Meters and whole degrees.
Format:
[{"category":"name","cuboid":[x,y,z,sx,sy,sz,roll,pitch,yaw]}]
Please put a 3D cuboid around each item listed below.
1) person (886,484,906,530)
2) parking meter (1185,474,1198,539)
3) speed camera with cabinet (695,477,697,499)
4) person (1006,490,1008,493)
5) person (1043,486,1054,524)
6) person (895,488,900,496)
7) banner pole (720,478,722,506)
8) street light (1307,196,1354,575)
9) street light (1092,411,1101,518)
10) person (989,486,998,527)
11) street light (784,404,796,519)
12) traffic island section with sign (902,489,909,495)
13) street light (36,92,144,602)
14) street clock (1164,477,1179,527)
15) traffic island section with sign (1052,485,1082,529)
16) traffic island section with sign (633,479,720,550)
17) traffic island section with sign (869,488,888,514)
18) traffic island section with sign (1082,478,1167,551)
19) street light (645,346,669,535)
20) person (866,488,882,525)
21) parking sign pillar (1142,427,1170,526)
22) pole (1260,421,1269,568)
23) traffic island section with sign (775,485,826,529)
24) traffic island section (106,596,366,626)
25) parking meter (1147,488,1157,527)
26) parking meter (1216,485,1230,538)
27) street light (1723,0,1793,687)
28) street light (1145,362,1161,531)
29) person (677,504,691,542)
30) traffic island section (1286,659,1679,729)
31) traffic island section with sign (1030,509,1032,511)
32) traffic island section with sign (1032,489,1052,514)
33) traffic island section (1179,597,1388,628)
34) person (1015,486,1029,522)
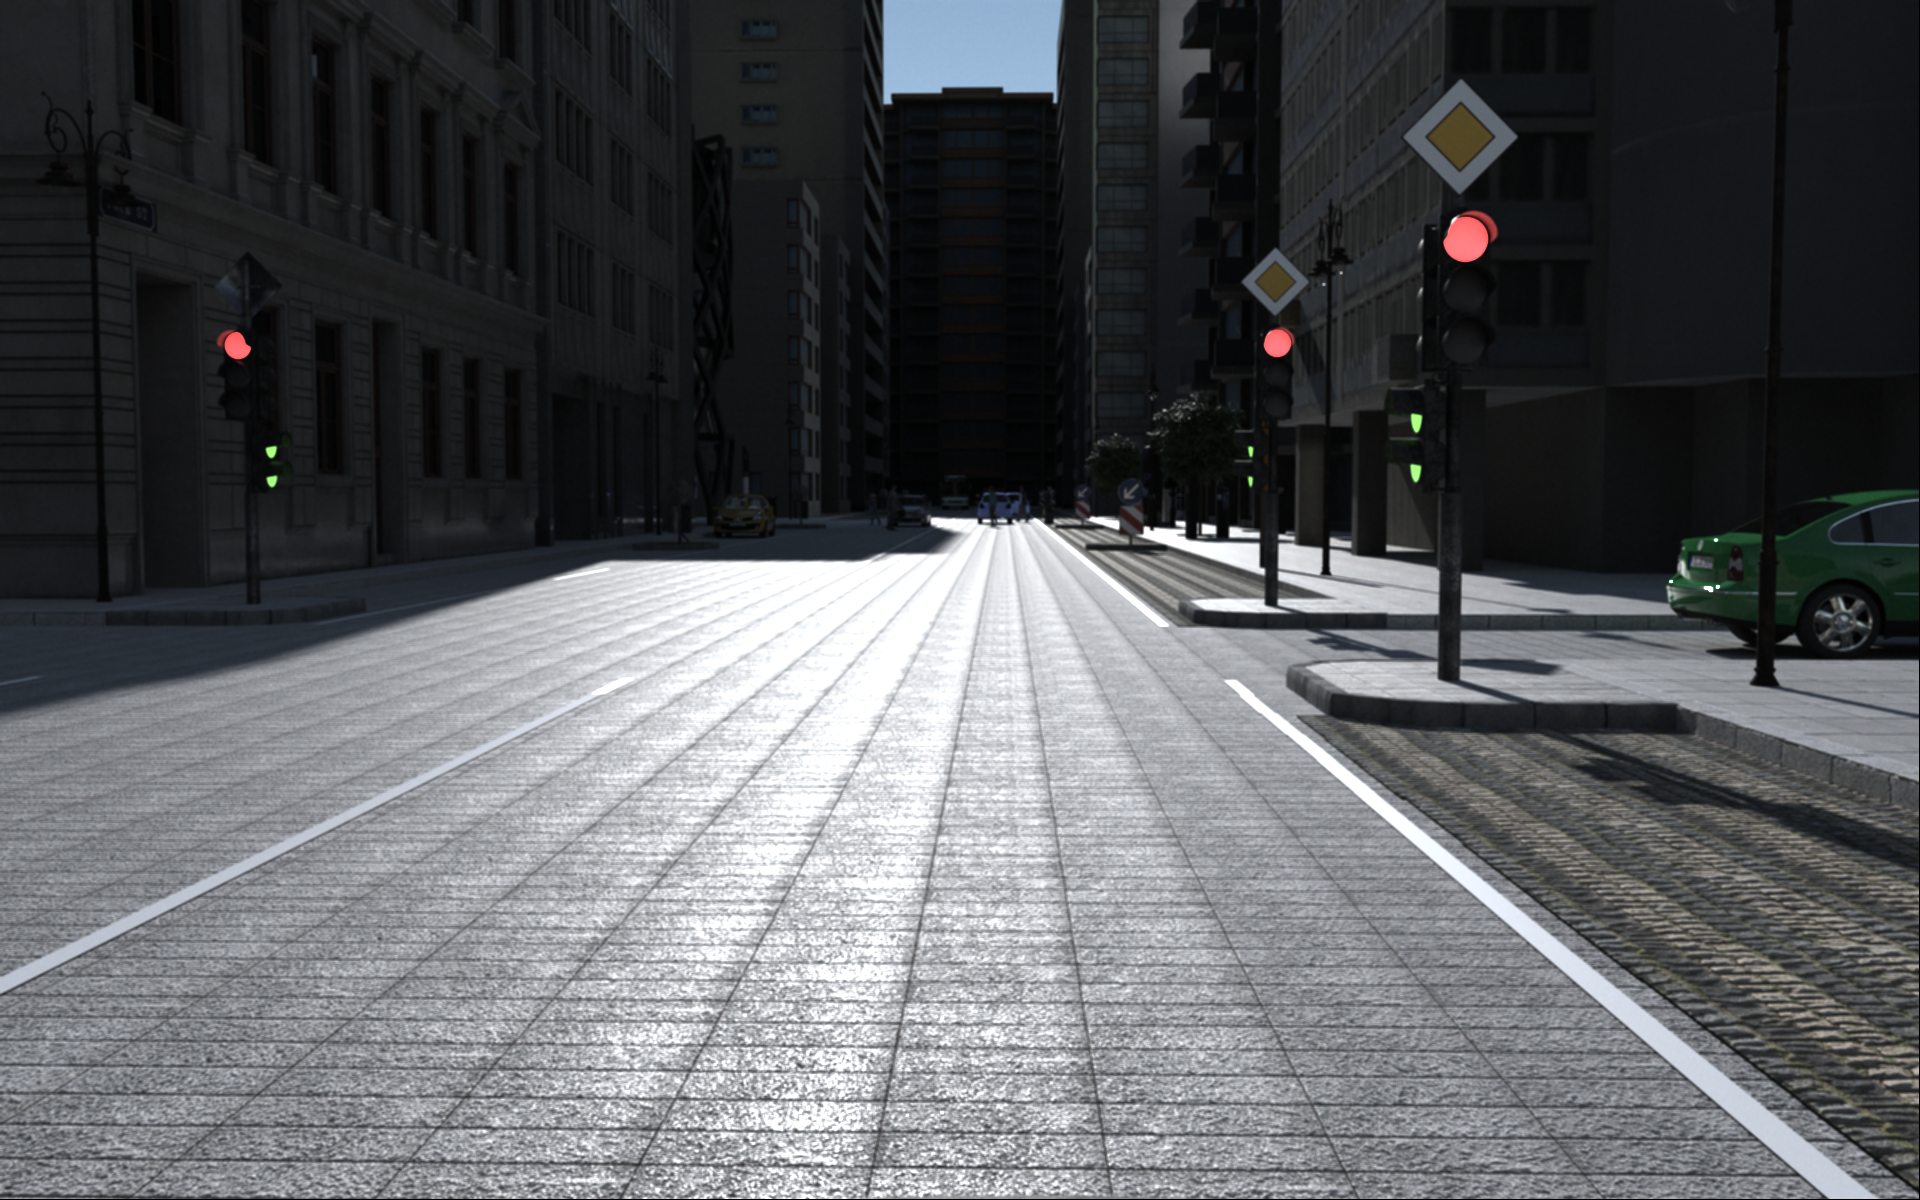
[{"category":"person","cuboid":[-2.617,-3.652,68.330,0.853,1.813,0.709,2,4,26]},{"category":"parking meter","cuboid":[6.614,-2.676,49.468,0.255,1.863,0.399,-1,4,-9]},{"category":"speed camera with cabinet","cuboid":[-13.832,-5.536,84.845,0.660,3.252,2.038,3,5,41]},{"category":"person","cuboid":[4.028,-8.548,148.284,1.348,1.821,0.705,2,4,34]},{"category":"person","cuboid":[4.172,-4.486,82.067,0.699,1.804,1.509,1,4,11]},{"category":"person","cuboid":[-4.428,-6.828,120.151,1.348,1.823,0.705,-1,4,-12]},{"category":"banner pole","cuboid":[-12.377,-6.098,89.723,0.401,3.779,0.863,-1,4,-10]},{"category":"street light","cuboid":[5.796,-3.332,27.260,0.468,5.910,1.993,0,4,1]},{"category":"street light","cuboid":[7.456,-7.448,94.564,0.468,5.910,1.993,0,4,1]},{"category":"person","cuboid":[1.432,-4.054,75.129,0.444,1.785,0.601,3,5,42]},{"category":"street light","cuboid":[-8.578,-7.019,87.551,0.468,5.910,1.993,0,4,1]},{"category":"traffic island section with sign","cuboid":[-4.631,-8.581,148.931,1.989,1.847,2.006,0,4,1]},{"category":"street light","cuboid":[-10.208,-2.917,20.482,0.468,5.910,1.993,0,4,1]},{"category":"street clock","cuboid":[8.309,-3.855,67.604,0.471,2.002,0.358,0,4,-6]},{"category":"traffic island section with sign","cuboid":[4.960,-3.878,72.032,1.989,1.847,2.006,0,4,1]},{"category":"traffic island section with sign","cuboid":[-7.320,-2.225,45.000,1.989,1.847,2.006,0,4,1]},{"category":"traffic island section with sign","cuboid":[-5.319,-6.933,121.985,1.989,1.847,2.006,0,4,1]},{"category":"traffic island section with sign","cuboid":[4.241,-2.197,44.547,1.989,1.847,2.006,0,4,1]},{"category":"street light","cuboid":[-9.447,-4.975,54.121,0.468,5.910,1.993,0,4,1]},{"category":"person","cuboid":[-3.949,-4.267,79.101,0.643,1.720,0.563,2,4,29]},{"category":"parking sign pillar","cuboid":[7.710,-4.950,69.403,1.447,3.967,1.447,2,4,25]},{"category":"pole","cuboid":[5.325,-2.215,30.055,0.158,3.312,0.155,0,3,0]},{"category":"traffic island section with sign","cuboid":[-6.609,-3.884,72.139,1.989,1.847,2.006,0,4,1]},{"category":"traffic island section","cuboid":[-8.280,0.123,20.268,2.009,0.180,2.903,0,4,1]},{"category":"parking meter","cuboid":[7.508,-3.620,67.594,0.372,1.533,0.369,0,3,0]},{"category":"parking meter","cuboid":[7.719,-2.595,50.844,0.372,1.533,0.369,0,3,0]},{"category":"street light","cuboid":[5.399,-2.364,11.445,0.468,5.910,1.993,0,4,1]},{"category":"street light","cuboid":[6.742,-5.376,60.688,0.468,5.910,1.993,0,4,1]},{"category":"person","cuboid":[-7.563,-2.041,46.886,0.505,1.210,0.382,-3,5,-45]},{"category":"traffic island section","cuboid":[3.401,0.630,11.974,2.009,0.180,2.903,0,4,1]},{"category":"traffic island section with sign","cuboid":[6.949,-8.562,148.623,1.989,1.847,2.006,0,4,1]},{"category":"traffic island section with sign","cuboid":[6.243,-6.914,121.677,1.989,1.847,2.006,0,4,1]},{"category":"traffic island section","cuboid":[3.607,0.142,19.957,2.009,0.180,2.903,0,4,1]},{"category":"person","cuboid":[3.154,-4.827,87.413,0.713,1.824,0.794,-1,4,-21]}]
